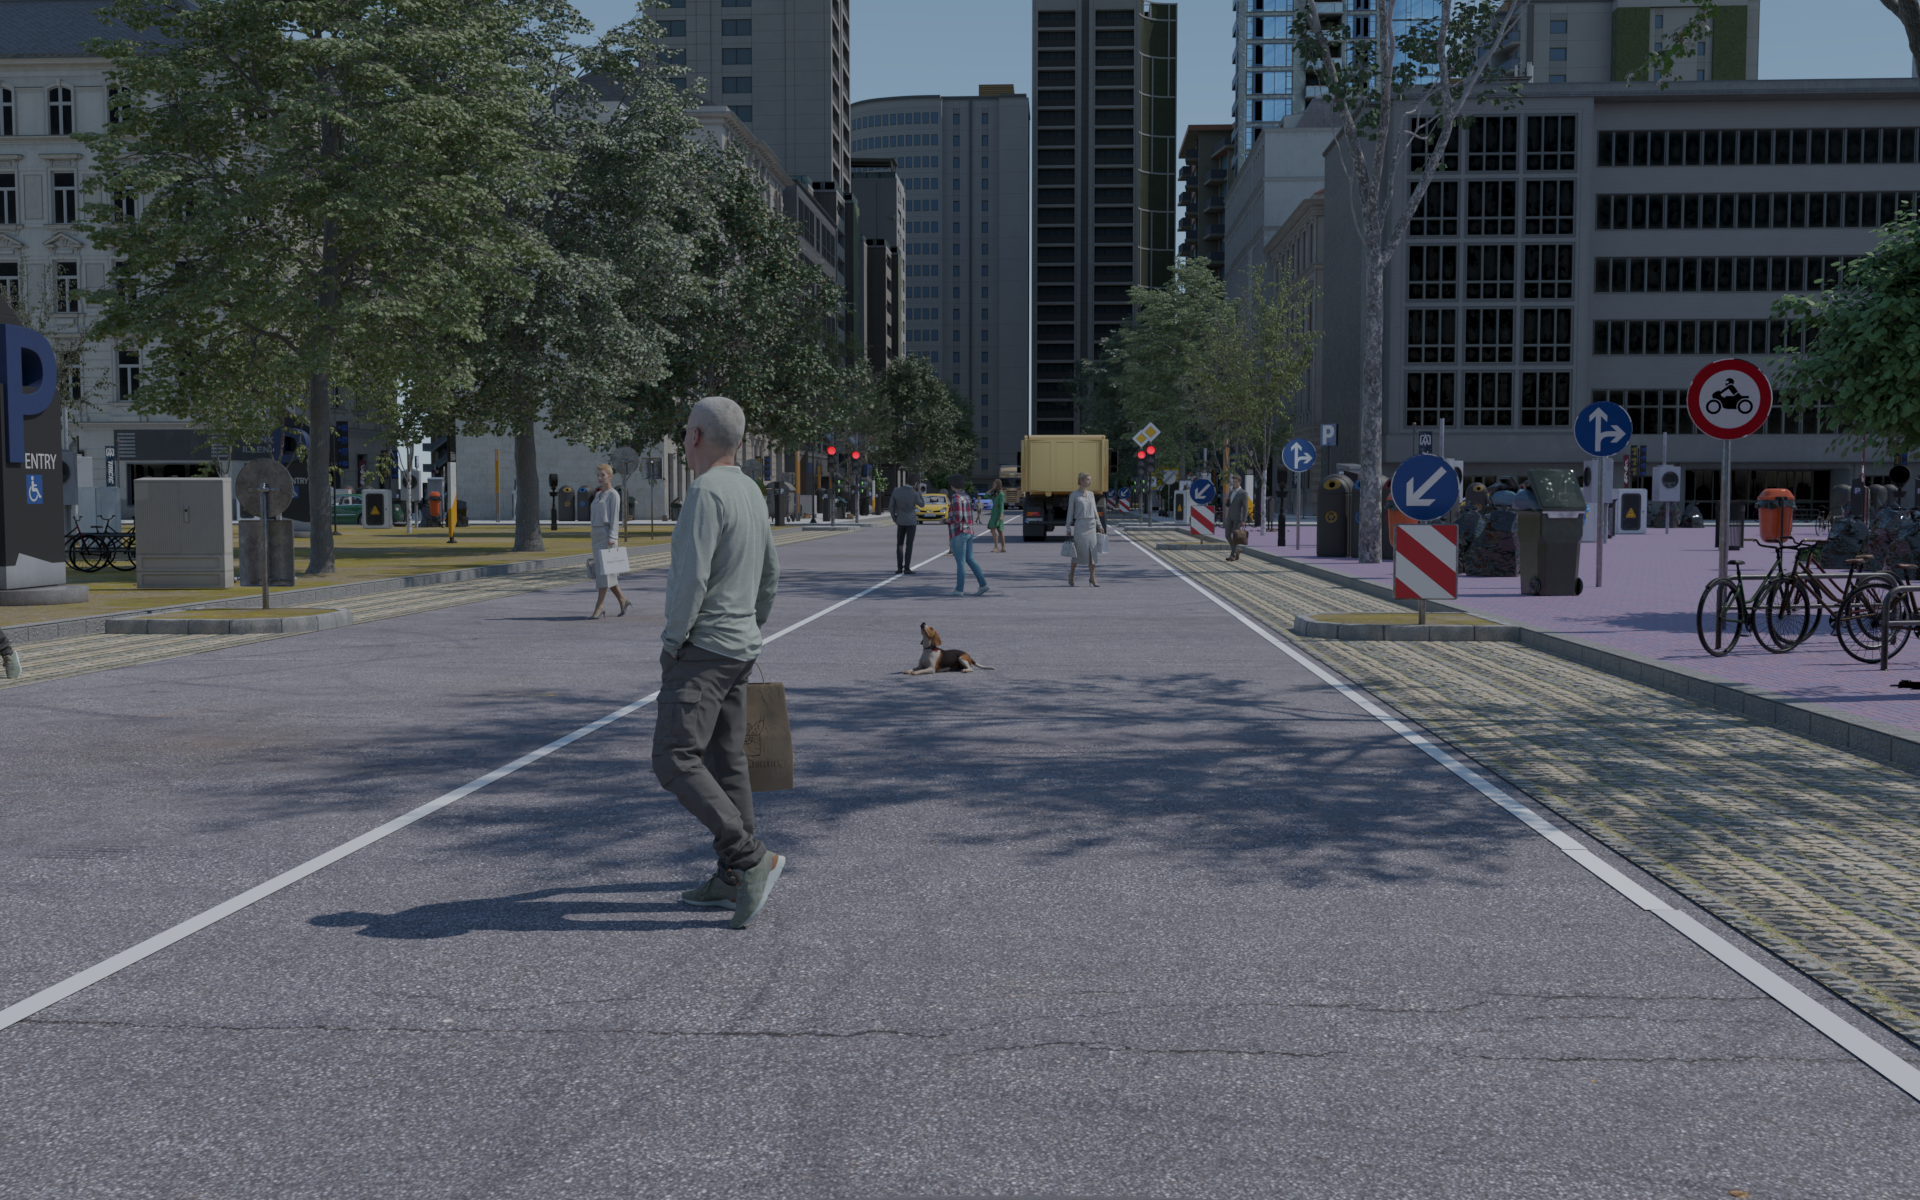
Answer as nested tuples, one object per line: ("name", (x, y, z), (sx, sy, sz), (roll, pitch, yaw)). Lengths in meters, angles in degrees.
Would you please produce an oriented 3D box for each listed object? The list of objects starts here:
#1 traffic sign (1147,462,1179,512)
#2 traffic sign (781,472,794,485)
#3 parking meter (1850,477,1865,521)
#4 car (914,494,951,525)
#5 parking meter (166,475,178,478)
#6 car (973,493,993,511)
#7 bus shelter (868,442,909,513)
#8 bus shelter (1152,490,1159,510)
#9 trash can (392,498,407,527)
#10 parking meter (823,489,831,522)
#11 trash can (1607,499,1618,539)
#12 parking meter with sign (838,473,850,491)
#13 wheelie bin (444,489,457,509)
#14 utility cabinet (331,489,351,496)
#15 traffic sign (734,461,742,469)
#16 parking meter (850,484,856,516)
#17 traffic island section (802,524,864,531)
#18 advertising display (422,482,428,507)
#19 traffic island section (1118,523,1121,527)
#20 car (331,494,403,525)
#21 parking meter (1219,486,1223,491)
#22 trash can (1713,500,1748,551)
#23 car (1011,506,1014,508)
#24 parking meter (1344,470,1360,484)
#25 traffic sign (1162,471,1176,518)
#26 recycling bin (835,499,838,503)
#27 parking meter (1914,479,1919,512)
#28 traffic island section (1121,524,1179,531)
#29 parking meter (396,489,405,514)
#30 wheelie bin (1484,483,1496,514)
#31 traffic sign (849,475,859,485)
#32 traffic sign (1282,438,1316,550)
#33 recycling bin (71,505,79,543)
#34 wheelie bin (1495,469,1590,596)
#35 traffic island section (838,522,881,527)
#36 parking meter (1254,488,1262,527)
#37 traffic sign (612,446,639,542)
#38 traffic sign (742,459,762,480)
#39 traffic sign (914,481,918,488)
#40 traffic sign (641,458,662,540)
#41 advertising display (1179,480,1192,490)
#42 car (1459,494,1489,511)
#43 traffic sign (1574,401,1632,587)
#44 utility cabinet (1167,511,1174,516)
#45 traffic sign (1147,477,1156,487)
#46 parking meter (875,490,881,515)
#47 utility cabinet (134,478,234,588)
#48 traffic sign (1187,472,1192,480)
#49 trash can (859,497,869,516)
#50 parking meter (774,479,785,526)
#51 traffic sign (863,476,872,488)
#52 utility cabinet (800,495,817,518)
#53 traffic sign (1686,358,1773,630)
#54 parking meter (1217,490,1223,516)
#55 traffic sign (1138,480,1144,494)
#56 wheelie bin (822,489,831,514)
("traffic sign", (12.813, -7.007, 108.440), (2.265, 3.308, 0.079), (1, 4, 9))
("traffic sign", (-8.108, -4.854, 81.495), (0.606, 2.300, 0.079), (0, 4, 8))
("parking meter", (30.560, -3.259, 58.993), (0.399, 1.863, 0.255), (3, 4, 36))
("car", (-1.268, -4.421, 82.512), (2.015, 1.641, 3.980), (0, 4, 4))
("parking meter", (-24.687, -2.964, 54.177), (0.399, 1.863, 0.255), (1, 4, 19))
("car", (2.039, -8.235, 144.231), (1.945, 1.707, 3.694), (0, 4, 4))
("bus shelter", (-5.105, -8.821, 121.847), (2.179, 5.291, 8.768), (0, 4, 4))
("bus shelter", (15.210, -8.536, 133.488), (2.014, 3.302, 5.546), (0, 4, 3))
("trash can", (-21.955, -3.437, 67.849), (0.748, 1.137, 0.748), (0, 3, 0))
("parking meter", (-6.217, -4.421, 80.696), (0.372, 1.533, 0.369), (0, 3, 0))
("trash can", (18.573, -2.342, 49.946), (0.748, 1.137, 0.748), (0, 3, 0))
("parking meter with sign", (-9.304, -9.113, 145.253), (1.738, 3.016, 0.543), (-2, 4, -29))
("wheelie bin", (-30.322, -5.839, 103.381), (0.693, 1.594, 0.980), (3, 5, 42))
("utility cabinet", (-27.871, -4.216, 77.603), (1.173, 1.500, 0.318), (0, 4, 8))
("traffic sign", (-8.715, -4.056, 66.416), (0.768, 2.556, 0.104), (1, 4, 10))
("parking meter", (-6.122, -5.782, 100.239), (0.399, 1.863, 0.255), (1, 4, 19))
("traffic island section", (-5.035, -2.815, 68.313), (2.009, 0.180, 2.903), (0, 4, 3))
("advertising display", (-29.600, -5.567, 96.236), (0.123, 1.923, 0.974), (0, 4, 7))
("traffic island section", (7.907, -3.258, 75.543), (2.009, 0.180, 2.903), (0, 4, 3))
("car", (-25.991, -3.743, 72.993), (4.920, 1.459, 2.131), (0, 4, 4))
("parking meter", (15.477, -5.914, 102.400), (0.399, 1.863, 0.255), (2, 4, 24))
("trash can", (17.541, -1.701, 39.464), (0.748, 1.137, 0.748), (0, 3, 0))
("car", (4.669, -10.206, 178.672), (2.131, 1.459, 4.920), (0, 4, 3))
("parking meter", (9.475, -2.210, 41.853), (0.399, 1.863, 0.255), (2, 4, 25))
("traffic sign", (11.359, -5.747, 94.069), (0.768, 2.556, 0.104), (1, 4, 9))
("recycling bin", (-6.613, -4.847, 91.807), (0.722, 1.027, 0.722), (-3, 4, -38))
("parking meter", (36.181, -3.639, 65.204), (0.255, 1.863, 0.399), (-3, 5, -44))
("traffic island section", (7.435, -2.770, 67.572), (2.009, 0.180, 2.903), (0, 4, 3))
("parking meter", (-25.526, -4.322, 79.078), (0.372, 1.533, 0.369), (0, 3, 0))
("wheelie bin", (9.737, -1.404, 30.868), (0.693, 1.594, 0.980), (0, 4, -1))
("traffic sign", (-6.877, -6.882, 112.626), (0.768, 2.556, 0.104), (1, 4, 9))
("traffic sign", (7.776, -2.426, 39.774), (0.768, 2.556, 0.104), (1, 4, 8))
("recycling bin", (-23.342, -2.030, 45.742), (0.722, 1.027, 0.722), (1, 4, 20))
("wheelie bin", (7.458, -0.862, 21.997), (0.980, 1.594, 0.693), (-1, 4, -11))
("traffic island section", (-4.563, -3.303, 76.284), (2.009, 0.180, 2.903), (0, 4, 3))
("parking meter", (11.777, -3.654, 68.161), (0.372, 1.533, 0.369), (0, 3, 0))
("traffic sign", (-8.960, -2.829, 46.355), (0.768, 2.556, 0.104), (1, 4, 9))
("traffic sign", (-7.522, -3.825, 62.648), (0.768, 2.556, 0.104), (1, 4, 12))
("traffic sign", (-3.989, -9.163, 149.928), (0.768, 2.556, 0.104), (0, 4, 6))
("traffic sign", (-8.641, -2.842, 48.589), (0.606, 2.300, 0.079), (0, 4, 7))
("advertising display", (10.162, -4.441, 77.826), (0.123, 1.923, 0.974), (-2, 4, -29))
("car", (21.204, -3.737, 71.319), (3.980, 1.641, 2.015), (0, 4, 3))
("traffic sign", (8.822, -1.452, 23.843), (0.768, 2.556, 0.104), (1, 4, 10))
("utility cabinet", (12.550, -5.538, 101.716), (0.306, 1.237, 1.020), (2, 4, 35))
("traffic sign", (11.318, -6.142, 102.559), (0.606, 2.300, 0.079), (0, 4, 4))
("parking meter", (-4.948, -5.879, 104.531), (0.372, 1.533, 0.369), (0, 3, 0))
("utility cabinet", (-10.438, -0.894, 23.294), (1.173, 1.500, 0.318), (0, 4, -2))
("traffic sign", (13.472, -6.230, 101.863), (0.884, 2.594, 0.081), (1, 4, 11))
("trash can", (-5.642, -5.517, 101.854), (0.748, 1.137, 0.748), (0, 3, 0))
("parking meter", (-7.217, -3.887, 69.269), (0.255, 1.863, 0.399), (2, 4, 35))
("traffic sign", (-5.756, -6.562, 108.480), (0.795, 2.450, 0.064), (0, 4, 8))
("utility cabinet", (-8.097, -4.946, 92.024), (1.020, 1.237, 0.306), (2, 4, 31))
("traffic sign", (7.218, -0.992, 16.333), (0.768, 2.556, 0.104), (0, 4, 8))
("parking meter", (14.054, -5.211, 93.617), (0.372, 1.533, 0.369), (0, 3, 0))
("traffic sign", (13.749, -7.988, 130.606), (0.884, 2.594, 0.081), (1, 4, 9))
("wheelie bin", (-8.281, -6.216, 109.539), (0.693, 1.594, 0.980), (2, 4, 28))
